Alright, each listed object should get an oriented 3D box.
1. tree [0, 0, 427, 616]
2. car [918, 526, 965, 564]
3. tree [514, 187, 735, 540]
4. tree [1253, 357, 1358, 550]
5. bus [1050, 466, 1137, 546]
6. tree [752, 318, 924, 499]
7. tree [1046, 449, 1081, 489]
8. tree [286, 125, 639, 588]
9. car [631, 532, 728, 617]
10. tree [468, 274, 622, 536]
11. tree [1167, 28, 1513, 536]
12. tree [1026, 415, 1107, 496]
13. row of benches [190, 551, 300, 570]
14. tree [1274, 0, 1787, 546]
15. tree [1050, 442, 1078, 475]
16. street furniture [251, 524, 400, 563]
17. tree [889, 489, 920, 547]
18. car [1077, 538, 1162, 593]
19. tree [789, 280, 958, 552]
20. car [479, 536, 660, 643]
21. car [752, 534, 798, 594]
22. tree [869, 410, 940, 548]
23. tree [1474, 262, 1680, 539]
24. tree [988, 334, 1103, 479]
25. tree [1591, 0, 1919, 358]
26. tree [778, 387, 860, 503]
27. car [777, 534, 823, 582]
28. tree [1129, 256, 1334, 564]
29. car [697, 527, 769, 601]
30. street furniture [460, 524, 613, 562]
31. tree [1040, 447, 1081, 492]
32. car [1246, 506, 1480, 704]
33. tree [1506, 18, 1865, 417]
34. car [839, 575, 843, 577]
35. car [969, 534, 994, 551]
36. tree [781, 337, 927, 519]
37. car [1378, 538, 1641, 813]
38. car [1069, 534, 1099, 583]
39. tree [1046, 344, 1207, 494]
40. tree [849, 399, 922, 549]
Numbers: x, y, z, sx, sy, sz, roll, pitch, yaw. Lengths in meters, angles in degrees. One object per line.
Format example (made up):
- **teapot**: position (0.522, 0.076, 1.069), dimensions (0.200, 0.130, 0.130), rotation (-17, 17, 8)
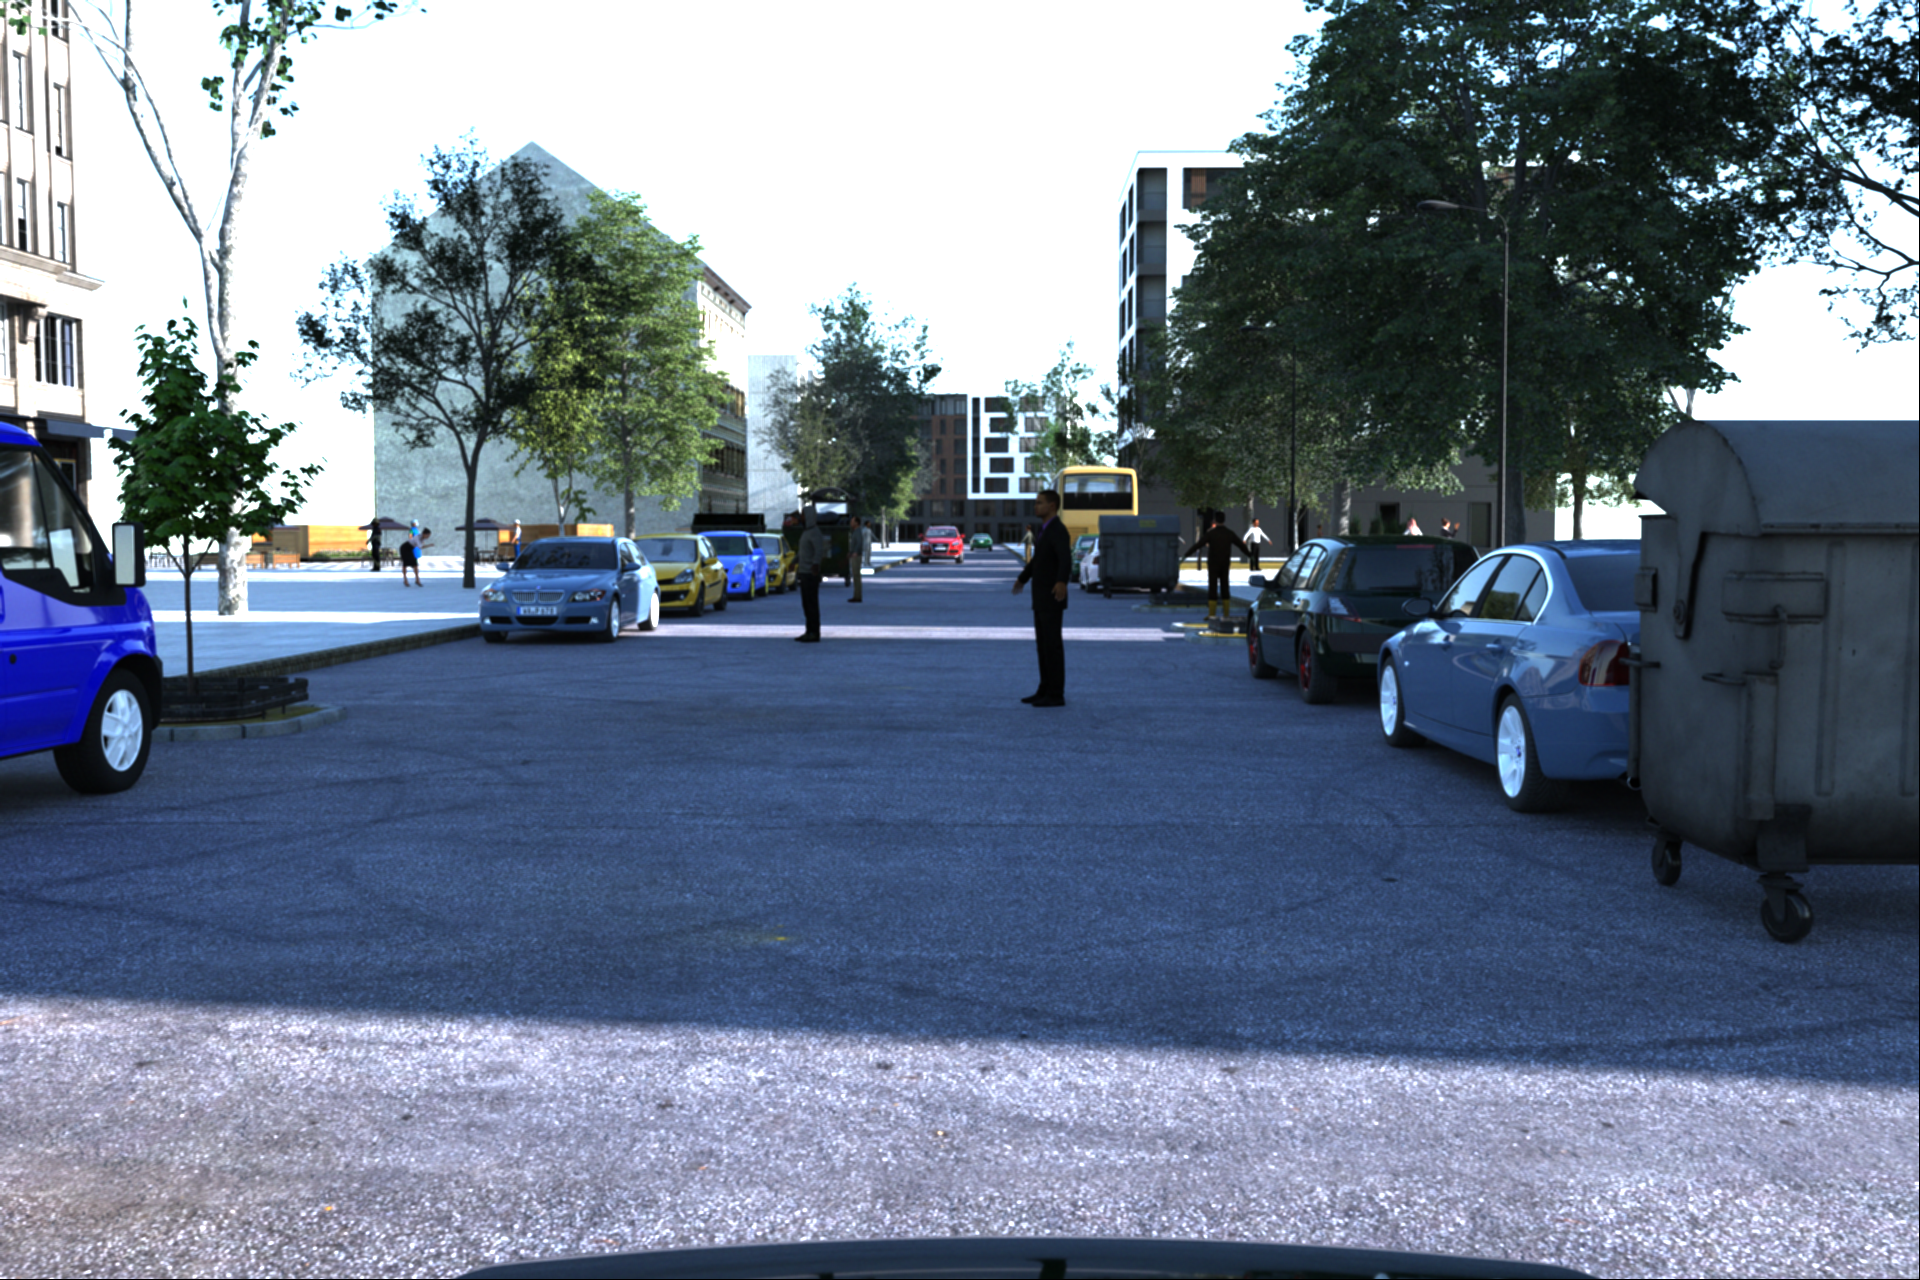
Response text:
- **tree**: position (-12.895, -10.480, 27.231), dimensions (12.611, 20.169, 13.585), rotation (0, 3, 0)
- **car**: position (-0.882, -4.679, 85.181), dimensions (2.281, 1.827, 5.304), rotation (0, 4, 1)
- **tree**: position (-11.346, -8.531, 57.609), dimensions (7.486, 12.596, 7.792), rotation (0, 3, 0)
- **tree**: position (12.562, -7.008, 64.940), dimensions (4.360, 8.622, 3.978), rotation (0, 3, 0)
- **bus**: position (4.540, -4.270, 61.356), dimensions (2.896, 3.916, 12.252), rotation (0, 4, 1)
- **tree**: position (-7.063, -11.493, 98.279), dimensions (12.009, 13.543, 11.850), rotation (0, 3, 0)
- **tree**: position (8.583, -11.906, 145.027), dimensions (4.360, 8.622, 3.978), rotation (0, 3, 0)
- **tree**: position (-11.646, -6.486, 40.453), dimensions (8.767, 10.594, 7.601), rotation (0, 4, -5)
- **car**: position (-5.277, -1.281, 31.164), dimensions (2.015, 1.641, 3.980), rotation (0, 4, 1)
- **tree**: position (-11.294, -5.990, 48.303), dimensions (4.737, 8.622, 4.395), rotation (0, 3, 0)
- **tree**: position (10.110, -8.489, 45.449), dimensions (9.857, 13.997, 8.962), rotation (0, 3, 0)
- **tree**: position (9.379, -13.869, 152.520), dimensions (9.928, 11.665, 9.643), rotation (0, 3, 0)
- **row of benches**: position (-26.273, -2.939, 63.514), dimensions (1.422, 0.672, 4.104), rotation (3, 4, 39)
- **tree**: position (10.261, -7.672, 32.088), dimensions (9.857, 13.997, 8.962), rotation (0, 3, 0)
- **tree**: position (8.724, -11.048, 130.999), dimensions (4.737, 8.622, 4.395), rotation (0, 3, 0)
- **street furniture**: position (-29.623, -4.582, 81.768), dimensions (9.812, 1.723, 11.010), rotation (1, 4, 14)
- **tree**: position (-6.344, -13.356, 168.732), dimensions (4.360, 8.622, 3.978), rotation (0, 3, 0)
- **car**: position (4.019, -1.908, 43.563), dimensions (2.083, 1.381, 4.827), rotation (0, 4, 1)
- **tree**: position (-6.545, -16.609, 127.447), dimensions (12.611, 20.169, 13.585), rotation (0, 3, 0)
- **car**: position (-5.396, -0.759, 24.417), dimensions (2.014, 1.417, 4.499), rotation (0, 4, 1)
- **car**: position (-4.992, -1.975, 42.508), dimensions (2.015, 1.641, 3.980), rotation (0, 4, 1)
- **tree**: position (-6.607, -15.233, 159.429), dimensions (12.009, 13.543, 11.850), rotation (0, 3, 0)
- **tree**: position (28.139, -10.534, 78.893), dimensions (9.857, 13.997, 8.962), rotation (0, 3, 0)
- **tree**: position (8.974, -19.005, 166.628), dimensions (12.611, 20.169, 13.585), rotation (0, 3, 0)
- **tree**: position (10.025, -5.022, 16.516), dimensions (8.767, 10.594, 7.601), rotation (3, 4, 38)
- **tree**: position (-7.244, -8.359, 87.030), dimensions (4.360, 8.622, 3.978), rotation (0, 3, 0)
- **car**: position (-4.955, -2.472, 50.198), dimensions (2.009, 1.686, 4.222), rotation (0, 4, 1)
- **tree**: position (12.448, -10.309, 75.211), dimensions (9.857, 13.997, 8.962), rotation (0, 3, 0)
- **car**: position (-5.268, -1.764, 38.427), dimensions (1.945, 1.707, 3.694), rotation (0, 4, 1)
- **street furniture**: position (-17.919, -4.610, 82.227), dimensions (9.812, 1.723, 11.010), rotation (1, 4, 8)
- **tree**: position (8.699, -11.498, 138.360), dimensions (4.360, 8.622, 3.978), rotation (0, 3, 0)
- **car**: position (3.755, -0.379, 15.983), dimensions (2.009, 1.686, 4.222), rotation (0, 3, 0)
- **tree**: position (25.938, -12.796, 65.107), dimensions (12.611, 20.169, 13.585), rotation (0, 3, 0)
- **car**: position (-4.632, -3.057, 58.786), dimensions (1.959, 1.807, 4.718), rotation (0, 4, 1)
- **car**: position (1.782, -8.189, 145.691), dimensions (2.131, 1.459, 4.920), rotation (0, 4, 0)
- **tree**: position (-7.015, -12.600, 112.667), dimensions (9.857, 13.997, 8.962), rotation (0, 3, 0)
- **car**: position (3.728, 0.111, 10.183), dimensions (2.014, 1.417, 4.499), rotation (0, 4, 1)
- **car**: position (4.155, -2.491, 52.528), dimensions (2.131, 1.459, 4.920), rotation (0, 3, 0)
- **tree**: position (8.354, -9.279, 86.129), dimensions (8.767, 10.594, 7.601), rotation (1, 4, 10)
- **tree**: position (-6.668, -13.822, 144.110), dimensions (7.486, 12.596, 7.792), rotation (0, 3, 0)
